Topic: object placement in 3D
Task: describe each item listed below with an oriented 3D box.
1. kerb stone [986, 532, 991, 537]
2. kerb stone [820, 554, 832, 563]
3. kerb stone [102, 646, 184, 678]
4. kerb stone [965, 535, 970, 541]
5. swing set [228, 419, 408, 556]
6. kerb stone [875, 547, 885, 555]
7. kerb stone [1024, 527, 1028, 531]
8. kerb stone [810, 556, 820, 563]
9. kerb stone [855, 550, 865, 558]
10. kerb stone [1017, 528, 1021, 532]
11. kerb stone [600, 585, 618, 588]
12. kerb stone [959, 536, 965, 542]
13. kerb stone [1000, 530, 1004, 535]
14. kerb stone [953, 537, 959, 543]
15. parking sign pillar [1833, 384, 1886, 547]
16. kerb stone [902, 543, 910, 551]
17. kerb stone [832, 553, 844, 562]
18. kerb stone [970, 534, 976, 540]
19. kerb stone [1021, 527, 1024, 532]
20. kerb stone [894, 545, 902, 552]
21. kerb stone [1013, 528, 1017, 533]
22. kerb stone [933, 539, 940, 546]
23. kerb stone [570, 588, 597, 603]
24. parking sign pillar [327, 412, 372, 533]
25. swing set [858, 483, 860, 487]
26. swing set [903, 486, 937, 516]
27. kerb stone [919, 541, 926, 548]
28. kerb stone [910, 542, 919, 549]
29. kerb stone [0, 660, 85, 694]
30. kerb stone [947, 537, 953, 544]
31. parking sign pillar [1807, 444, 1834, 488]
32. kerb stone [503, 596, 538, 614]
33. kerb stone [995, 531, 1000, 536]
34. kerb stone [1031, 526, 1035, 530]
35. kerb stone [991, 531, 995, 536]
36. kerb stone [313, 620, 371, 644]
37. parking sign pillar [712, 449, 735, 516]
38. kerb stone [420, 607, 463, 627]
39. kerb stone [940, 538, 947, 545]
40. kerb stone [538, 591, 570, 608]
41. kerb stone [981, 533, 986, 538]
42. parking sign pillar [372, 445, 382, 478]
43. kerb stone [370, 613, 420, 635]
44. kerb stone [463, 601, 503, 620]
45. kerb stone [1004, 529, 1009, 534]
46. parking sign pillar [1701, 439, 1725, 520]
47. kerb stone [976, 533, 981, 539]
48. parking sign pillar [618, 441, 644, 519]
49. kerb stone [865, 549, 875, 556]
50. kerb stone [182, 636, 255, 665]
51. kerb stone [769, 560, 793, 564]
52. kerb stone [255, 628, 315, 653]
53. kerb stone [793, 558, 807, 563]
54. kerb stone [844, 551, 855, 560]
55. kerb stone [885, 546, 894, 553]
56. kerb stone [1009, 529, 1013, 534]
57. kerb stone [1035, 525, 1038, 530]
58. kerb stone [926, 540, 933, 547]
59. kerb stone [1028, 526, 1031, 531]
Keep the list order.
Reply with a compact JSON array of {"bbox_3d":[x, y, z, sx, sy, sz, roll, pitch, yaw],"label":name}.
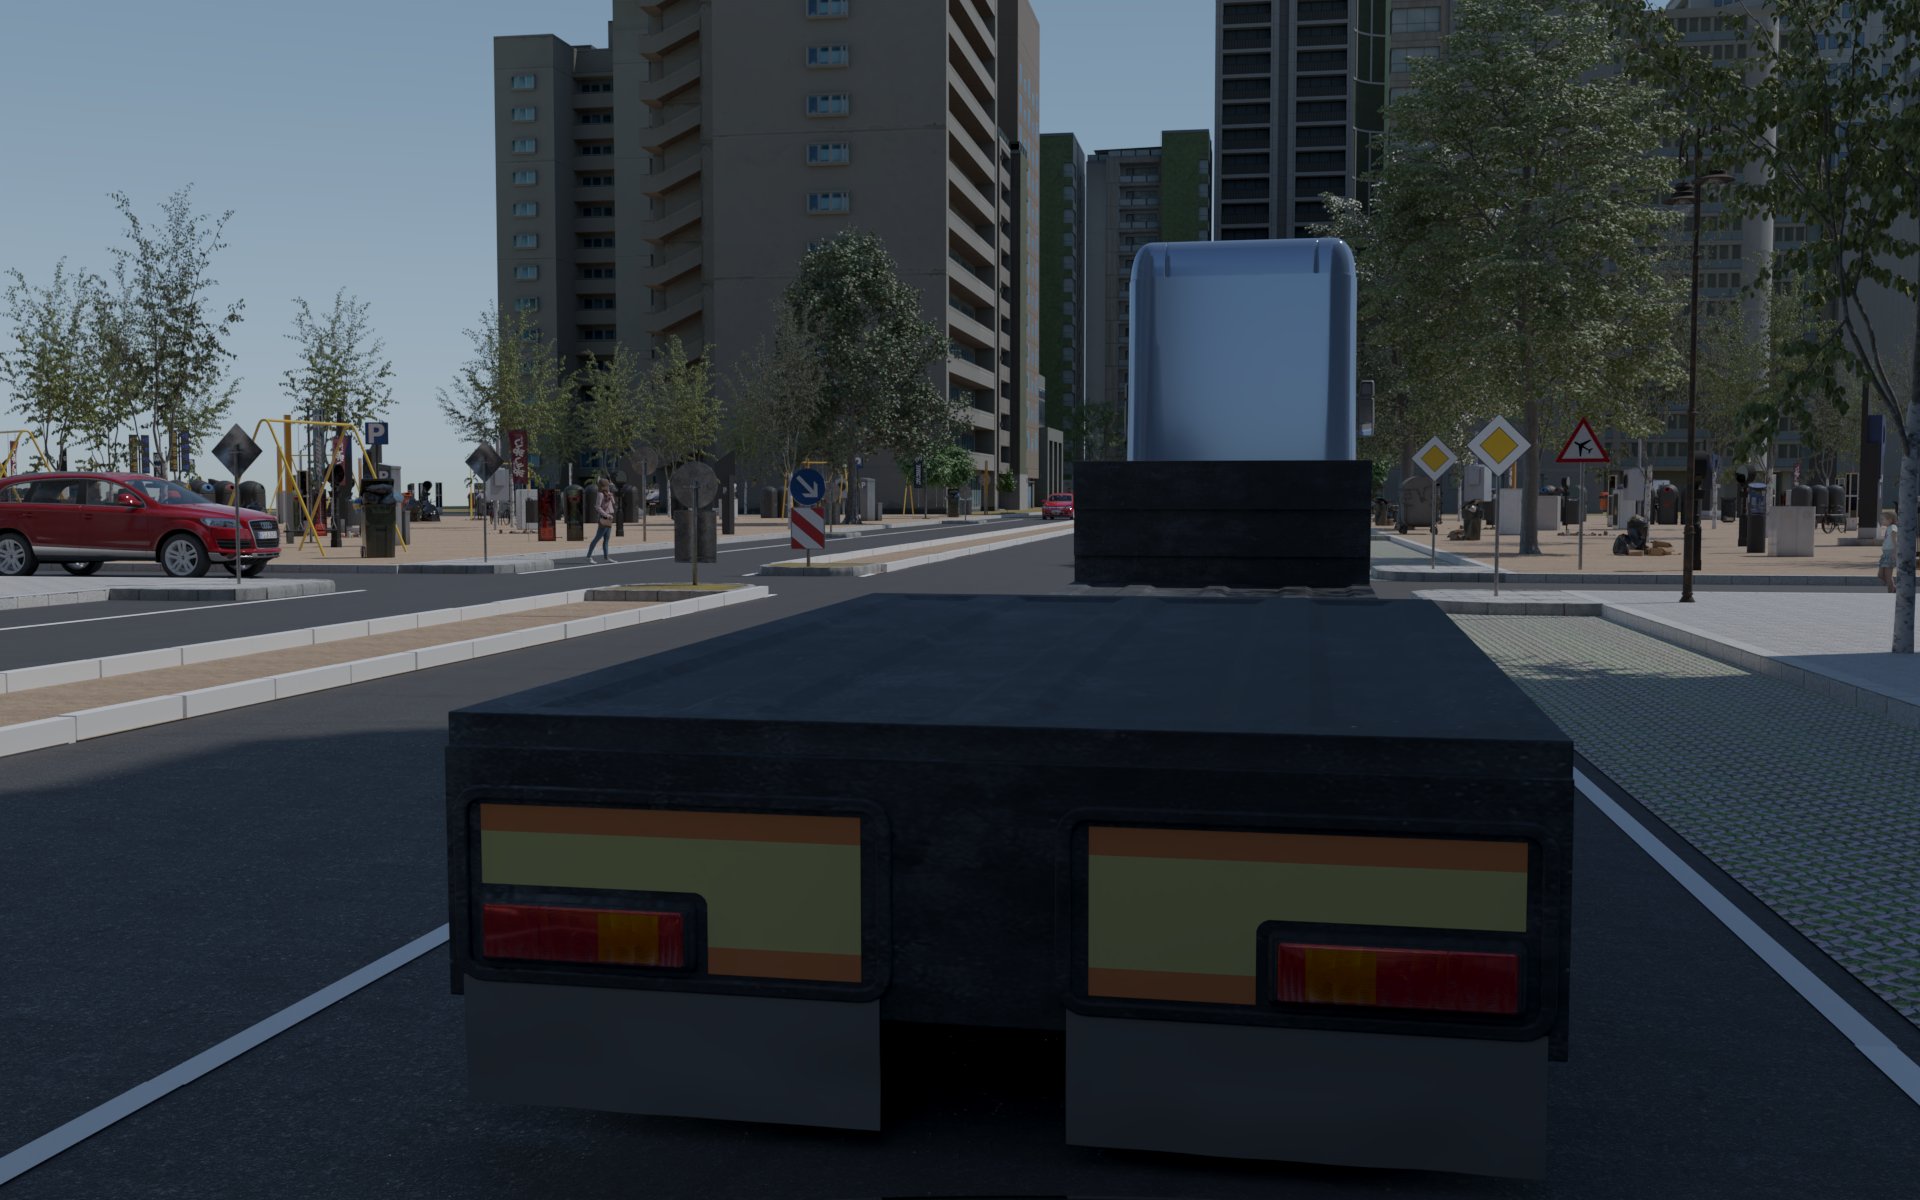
[{"bbox_3d":[0.795,-2.123,56.904,0.120,0.150,1.000,1,4,10],"label":"kerb stone"},{"bbox_3d":[-2.869,-0.824,35.672,0.120,0.150,1.000,1,4,10],"label":"kerb stone"},{"bbox_3d":[-6.626,0.508,13.926,0.120,0.150,1.000,1,4,10],"label":"kerb stone"},{"bbox_3d":[0.095,-1.872,52.863,0.120,0.150,1.000,1,4,10],"label":"kerb stone"},{"bbox_3d":[-14.035,-2.419,37.176,2.862,2.851,3.119,1,4,17],"label":"swing set"},{"bbox_3d":[-1.988,-1.130,40.721,0.120,0.150,1.000,1,4,10],"label":"kerb stone"},{"bbox_3d":[2.371,-2.673,65.977,0.120,0.150,1.000,1,4,10],"label":"kerb stone"},{"bbox_3d":[-3.044,-0.763,34.665,0.120,0.150,1.000,1,4,10],"label":"kerb stone"},{"bbox_3d":[-2.345,-1.010,38.701,0.120,0.150,1.000,1,4,10],"label":"kerb stone"},{"bbox_3d":[2.016,-2.555,63.963,0.120,0.150,1.000,1,4,10],"label":"kerb stone"},{"bbox_3d":[-4.878,-0.106,24.006,0.120,0.150,1.000,1,4,10],"label":"kerb stone"},{"bbox_3d":[-0.080,-1.813,51.842,0.120,0.150,1.000,1,4,10],"label":"kerb stone"},{"bbox_3d":[1.318,-2.305,59.929,0.120,0.150,1.000,1,4,10],"label":"kerb stone"},{"bbox_3d":[-0.252,-1.752,50.834,0.120,0.150,1.000,1,4,10],"label":"kerb stone"},{"bbox_3d":[22.601,-3.330,42.920,1.447,3.967,1.447,2,4,33],"label":"parking sign pillar"},{"bbox_3d":[-1.473,-1.318,43.751,0.120,0.150,1.000,1,4,10],"label":"kerb stone"},{"bbox_3d":[-2.688,-0.886,36.685,0.120,0.150,1.000,1,4,10],"label":"kerb stone"},{"bbox_3d":[0.274,-1.937,53.869,0.120,0.150,1.000,1,4,10],"label":"kerb stone"},{"bbox_3d":[2.195,-2.616,64.970,0.120,0.150,1.000,1,4,10],"label":"kerb stone"},{"bbox_3d":[-1.651,-1.255,42.742,0.120,0.150,1.000,1,4,10],"label":"kerb stone"},{"bbox_3d":[1.841,-2.491,62.954,0.120,0.150,1.000,1,4,10],"label":"kerb stone"},{"bbox_3d":[-0.766,-1.566,47.800,0.120,0.150,1.000,1,4,10],"label":"kerb stone"},{"bbox_3d":[-5.063,-0.049,22.996,0.120,0.150,1.000,1,4,10],"label":"kerb stone"},{"bbox_3d":[-20.488,-4.225,57.551,1.447,3.967,1.447,-1,4,-23],"label":"parking sign pillar"},{"bbox_3d":[-7.178,-6.707,107.285,2.862,2.851,3.119,1,4,15],"label":"swing set"},{"bbox_3d":[-1.862,-6.546,104.651,3.119,2.851,2.862,1,4,10],"label":"swing set"},{"bbox_3d":[-1.131,-1.438,45.783,0.120,0.150,1.000,1,4,10],"label":"kerb stone"},{"bbox_3d":[-1.293,-1.381,44.771,0.120,0.150,1.000,1,4,10],"label":"kerb stone"},{"bbox_3d":[-6.802,0.568,12.917,0.120,0.150,1.000,1,4,10],"label":"kerb stone"},{"bbox_3d":[-0.420,-1.689,49.823,0.120,0.150,1.000,1,4,10],"label":"kerb stone"},{"bbox_3d":[44.034,-6.119,88.519,1.447,3.967,1.447,0,4,7],"label":"parking sign pillar"},{"bbox_3d":[-5.412,0.074,20.982,0.120,0.150,1.000,1,4,10],"label":"kerb stone"},{"bbox_3d":[1.149,-2.246,58.917,0.120,0.150,1.000,1,4,10],"label":"kerb stone"},{"bbox_3d":[2.718,-2.797,68.007,0.120,0.150,1.000,1,4,10],"label":"kerb stone"},{"bbox_3d":[0.965,-2.184,57.912,0.120,0.150,1.000,1,4,10],"label":"kerb stone"},{"bbox_3d":[-6.104,0.321,16.949,0.120,0.150,1.000,1,4,10],"label":"kerb stone"},{"bbox_3d":[-13.983,-6.976,102.533,1.447,3.967,1.447,-2,4,-24],"label":"parking sign pillar"},{"bbox_3d":[-5.749,0.198,18.962,0.120,0.150,1.000,1,4,10],"label":"kerb stone"},{"bbox_3d":[-0.597,-1.628,48.808,0.120,0.150,1.000,1,4,10],"label":"kerb stone"},{"bbox_3d":[-5.243,0.013,21.990,0.120,0.150,1.000,1,4,10],"label":"kerb stone"},{"bbox_3d":[0.621,-2.061,55.895,0.120,0.150,1.000,1,4,10],"label":"kerb stone"},{"bbox_3d":[-25.165,-5.243,74.203,1.447,3.967,1.447,0,4,1],"label":"parking sign pillar"},{"bbox_3d":[-5.924,0.259,17.955,0.120,0.150,1.000,1,4,10],"label":"kerb stone"},{"bbox_3d":[-5.576,0.143,19.969,0.120,0.150,1.000,1,4,10],"label":"kerb stone"},{"bbox_3d":[1.496,-2.369,60.936,0.120,0.150,1.000,1,4,10],"label":"kerb stone"},{"bbox_3d":[37.290,-5.956,85.853,1.447,3.967,1.447,-3,5,-43],"label":"parking sign pillar"},{"bbox_3d":[0.449,-1.998,54.880,0.120,0.150,1.000,1,4,10],"label":"kerb stone"},{"bbox_3d":[-16.738,-6.100,88.199,1.447,3.967,1.447,-3,4,-37],"label":"parking sign pillar"},{"bbox_3d":[-2.172,-1.072,39.716,0.120,0.150,1.000,1,4,10],"label":"kerb stone"},{"bbox_3d":[-6.446,0.444,14.932,0.120,0.150,1.000,1,4,10],"label":"kerb stone"},{"bbox_3d":[-3.394,-0.636,32.644,0.120,0.150,1.000,1,4,10],"label":"kerb stone"},{"bbox_3d":[-6.285,0.386,15.942,0.120,0.150,1.000,1,4,10],"label":"kerb stone"},{"bbox_3d":[-3.215,-0.701,33.653,0.120,0.150,1.000,1,4,10],"label":"kerb stone"},{"bbox_3d":[-2.519,-0.941,37.694,0.120,0.150,1.000,1,4,10],"label":"kerb stone"},{"bbox_3d":[-1.824,-1.194,41.731,0.120,0.150,1.000,1,4,10],"label":"kerb stone"},{"bbox_3d":[1.668,-2.431,61.944,0.120,0.150,1.000,1,4,10],"label":"kerb stone"},{"bbox_3d":[2.887,-2.864,69.015,0.120,0.150,1.000,1,4,10],"label":"kerb stone"},{"bbox_3d":[-0.949,-1.504,46.789,0.120,0.150,1.000,1,4,10],"label":"kerb stone"},{"bbox_3d":[2.542,-2.740,66.994,0.120,0.150,1.000,1,4,10],"label":"kerb stone"}]
